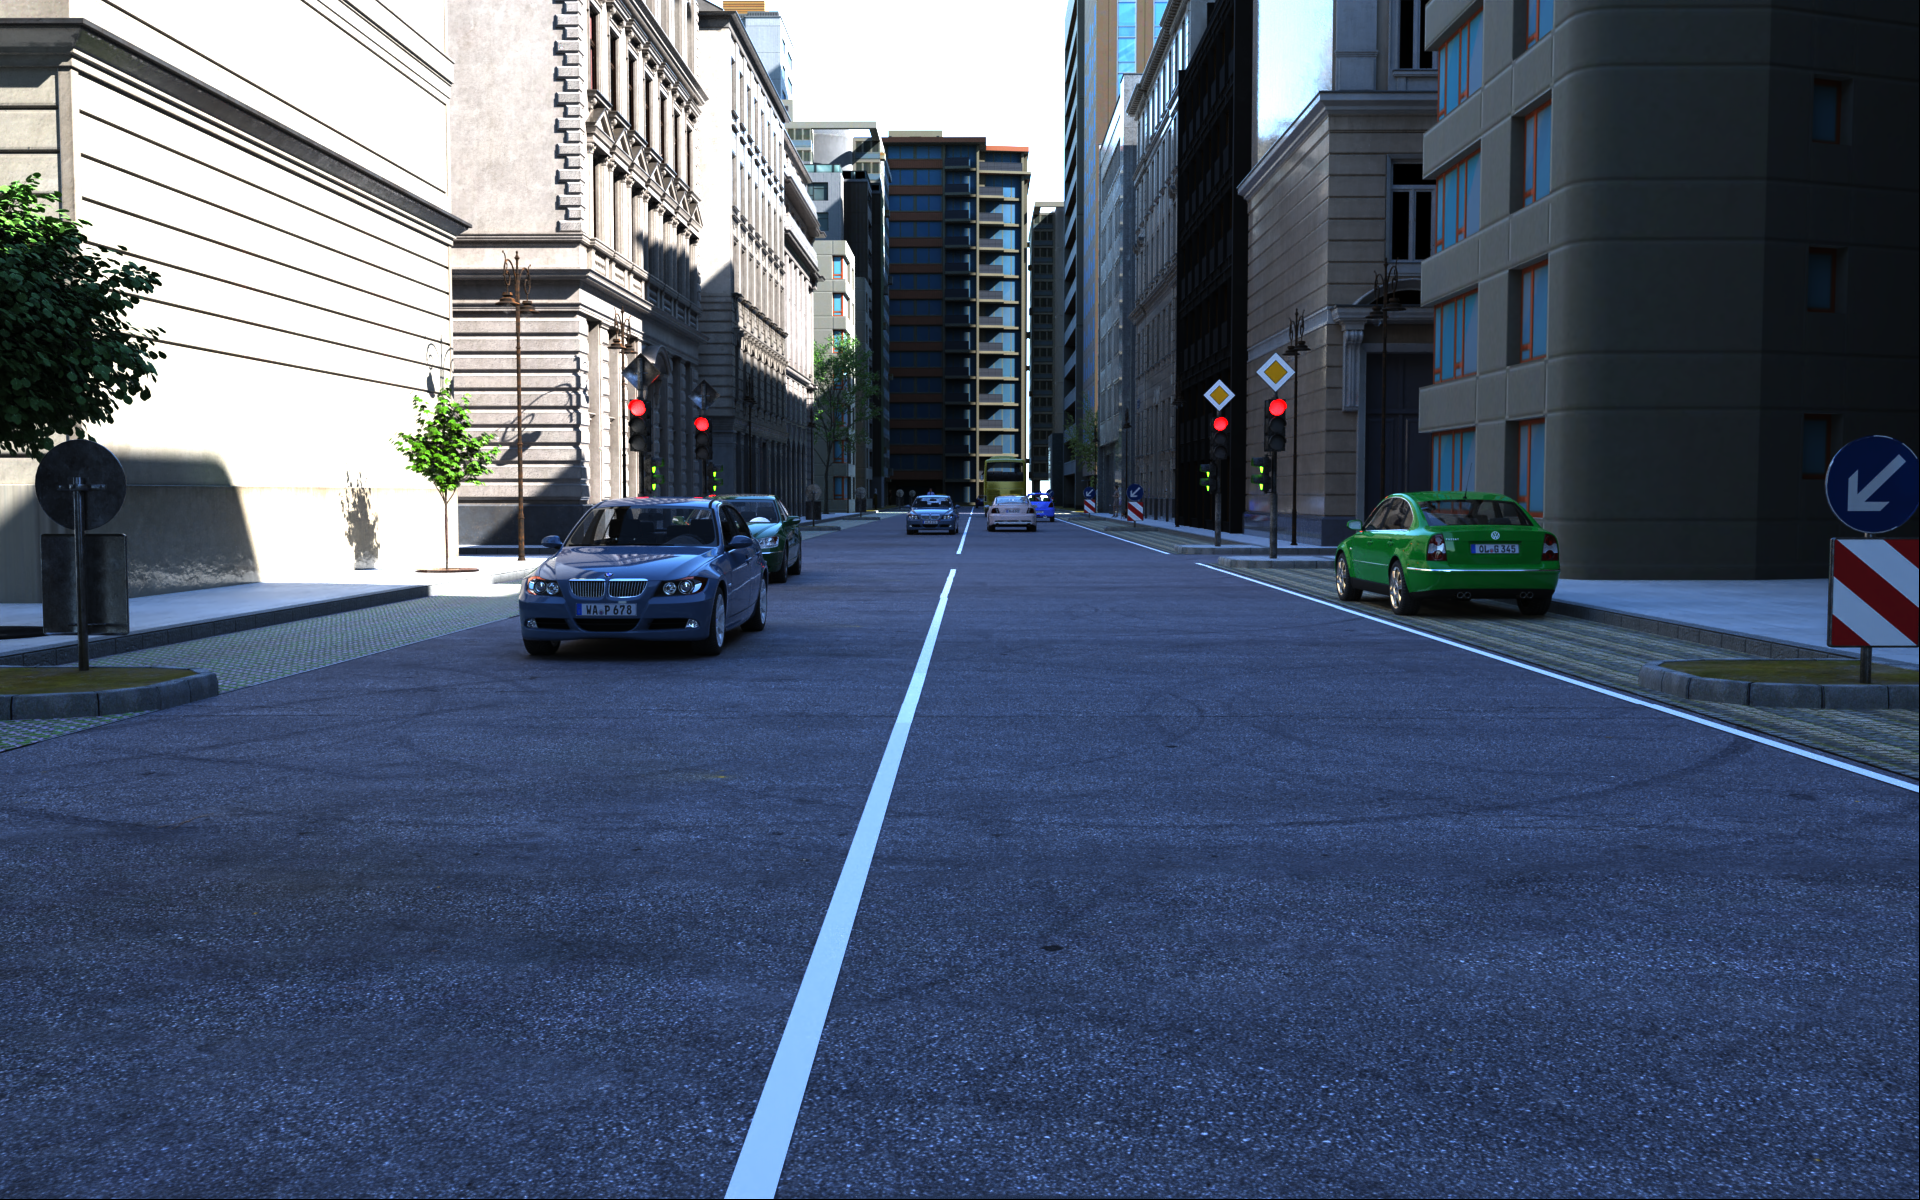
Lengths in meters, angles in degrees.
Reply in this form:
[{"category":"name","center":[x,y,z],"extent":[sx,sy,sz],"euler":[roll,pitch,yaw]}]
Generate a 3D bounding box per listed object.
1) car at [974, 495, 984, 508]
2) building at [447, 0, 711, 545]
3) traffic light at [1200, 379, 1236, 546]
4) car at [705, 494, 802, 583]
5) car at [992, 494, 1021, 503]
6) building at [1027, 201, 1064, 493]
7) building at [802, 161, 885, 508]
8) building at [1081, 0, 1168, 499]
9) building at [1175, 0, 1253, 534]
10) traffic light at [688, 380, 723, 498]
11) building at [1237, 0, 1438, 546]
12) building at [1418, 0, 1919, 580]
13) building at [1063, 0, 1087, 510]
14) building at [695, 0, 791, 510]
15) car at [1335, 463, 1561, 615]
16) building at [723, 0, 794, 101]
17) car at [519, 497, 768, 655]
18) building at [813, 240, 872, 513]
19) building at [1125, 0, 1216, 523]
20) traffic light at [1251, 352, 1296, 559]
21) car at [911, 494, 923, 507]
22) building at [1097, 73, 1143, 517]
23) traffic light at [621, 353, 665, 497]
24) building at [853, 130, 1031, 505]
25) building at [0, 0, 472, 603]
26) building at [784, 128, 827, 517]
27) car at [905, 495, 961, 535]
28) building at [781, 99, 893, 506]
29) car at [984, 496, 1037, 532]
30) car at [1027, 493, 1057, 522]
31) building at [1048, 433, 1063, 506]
[{"category":"car","center":[2.433,-9.930,174.943],"extent":[1.945,1.354,3.894],"euler":[0,4,1]},{"category":"building","center":[-14.139,-13.650,52.059],"extent":[11.050,23.489,19.941],"euler":[0,4,1]},{"category":"traffic light","center":[6.306,-3.270,42.388],"extent":[0.839,4.253,0.868],"euler":[0,4,1]},{"category":"car","center":[-3.727,-1.079,29.435],"extent":[2.131,1.459,4.920],"euler":[0,4,-1]},{"category":"car","center":[2.834,-5.382,98.212],"extent":[2.015,1.641,3.980],"euler":[0,4,-1]},{"category":"building","center":[20.486,-32.093,216.608],"extent":[23.993,40.220,32.217],"euler":[0,4,1]},{"category":"building","center":[-14.164,-23.397,154.246],"extent":[14.160,30.474,14.107],"euler":[0,4,1]},{"category":"building","center":[16.768,-29.474,132.005],"extent":[14.600,45.320,14.200],"euler":[0,4,1]},{"category":"building","center":[15.004,-14.292,63.358],"extent":[12.332,23.373,15.834],"euler":[0,4,1]},{"category":"traffic light","center":[-6.255,-3.277,42.500],"extent":[0.839,4.253,0.868],"euler":[0,4,1]},{"category":"building","center":[18.646,-16.013,47.710],"extent":[20.117,28.700,13.634],"euler":[0,4,1]},{"category":"building","center":[22.844,-10.674,19.566],"extent":[27.650,21.520,28.899],"euler":[0,4,1]},{"category":"building","center":[20.201,-32.219,150.478],"extent":[21.300,48.544,21.600],"euler":[0,4,1]},{"category":"building","center":[-12.787,-13.597,71.456],"extent":[9.793,20.994,18.267],"euler":[0,4,1]},{"category":"car","center":[5.978,-0.790,21.716],"extent":[1.959,1.807,4.718],"euler":[0,4,-1]},{"category":"building","center":[-34.536,-40.929,211.193],"extent":[28.212,58.520,21.231],"euler":[0,4,1]},{"category":"car","center":[-2.952,-0.301,16.932],"extent":[2.014,1.417,4.499],"euler":[0,4,1]},{"category":"building","center":[-21.439,-17.598,132.771],"extent":[27.650,21.520,28.899],"euler":[0,4,1]},{"category":"building","center":[15.256,-17.546,84.146],"extent":[12.463,27.353,25.104],"euler":[0,4,1]},{"category":"traffic light","center":[6.224,-2.782,34.403],"extent":[0.839,4.253,0.868],"euler":[0,4,1]},{"category":"car","center":[-4.623,-11.211,193.084],"extent":[2.009,1.686,4.222],"euler":[0,4,-1]},{"category":"building","center":[15.277,-17.708,107.546],"extent":[12.078,24.808,19.932],"euler":[0,4,1]},{"category":"traffic light","center":[-6.336,-2.789,34.515],"extent":[0.839,4.253,0.868],"euler":[0,4,1]},{"category":"building","center":[-5.997,-34.051,211.352],"extent":[28.867,44.769,22.147],"euler":[0,4,1]},{"category":"building","center":[-24.381,-11.849,27.012],"extent":[30.059,22.955,16.112],"euler":[0,4,1]},{"category":"building","center":[-14.801,-15.353,92.829],"extent":[13.314,21.916,24.055],"euler":[0,4,1]},{"category":"car","center":[-0.961,-3.097,62.645],"extent":[2.014,1.417,4.499],"euler":[0,4,2]},{"category":"building","center":[-19.091,-29.651,176.679],"extent":[23.993,40.220,32.217],"euler":[0,4,1]},{"category":"car","center":[1.995,-3.368,67.430],"extent":[2.083,1.381,4.827],"euler":[0,3,0]},{"category":"car","center":[4.073,-4.924,90.092],"extent":[1.945,1.707,3.694],"euler":[0,4,2]},{"category":"building","center":[20.864,-52.776,175.565],"extent":[22.319,86.520,31.000],"euler":[0,4,1]}]
